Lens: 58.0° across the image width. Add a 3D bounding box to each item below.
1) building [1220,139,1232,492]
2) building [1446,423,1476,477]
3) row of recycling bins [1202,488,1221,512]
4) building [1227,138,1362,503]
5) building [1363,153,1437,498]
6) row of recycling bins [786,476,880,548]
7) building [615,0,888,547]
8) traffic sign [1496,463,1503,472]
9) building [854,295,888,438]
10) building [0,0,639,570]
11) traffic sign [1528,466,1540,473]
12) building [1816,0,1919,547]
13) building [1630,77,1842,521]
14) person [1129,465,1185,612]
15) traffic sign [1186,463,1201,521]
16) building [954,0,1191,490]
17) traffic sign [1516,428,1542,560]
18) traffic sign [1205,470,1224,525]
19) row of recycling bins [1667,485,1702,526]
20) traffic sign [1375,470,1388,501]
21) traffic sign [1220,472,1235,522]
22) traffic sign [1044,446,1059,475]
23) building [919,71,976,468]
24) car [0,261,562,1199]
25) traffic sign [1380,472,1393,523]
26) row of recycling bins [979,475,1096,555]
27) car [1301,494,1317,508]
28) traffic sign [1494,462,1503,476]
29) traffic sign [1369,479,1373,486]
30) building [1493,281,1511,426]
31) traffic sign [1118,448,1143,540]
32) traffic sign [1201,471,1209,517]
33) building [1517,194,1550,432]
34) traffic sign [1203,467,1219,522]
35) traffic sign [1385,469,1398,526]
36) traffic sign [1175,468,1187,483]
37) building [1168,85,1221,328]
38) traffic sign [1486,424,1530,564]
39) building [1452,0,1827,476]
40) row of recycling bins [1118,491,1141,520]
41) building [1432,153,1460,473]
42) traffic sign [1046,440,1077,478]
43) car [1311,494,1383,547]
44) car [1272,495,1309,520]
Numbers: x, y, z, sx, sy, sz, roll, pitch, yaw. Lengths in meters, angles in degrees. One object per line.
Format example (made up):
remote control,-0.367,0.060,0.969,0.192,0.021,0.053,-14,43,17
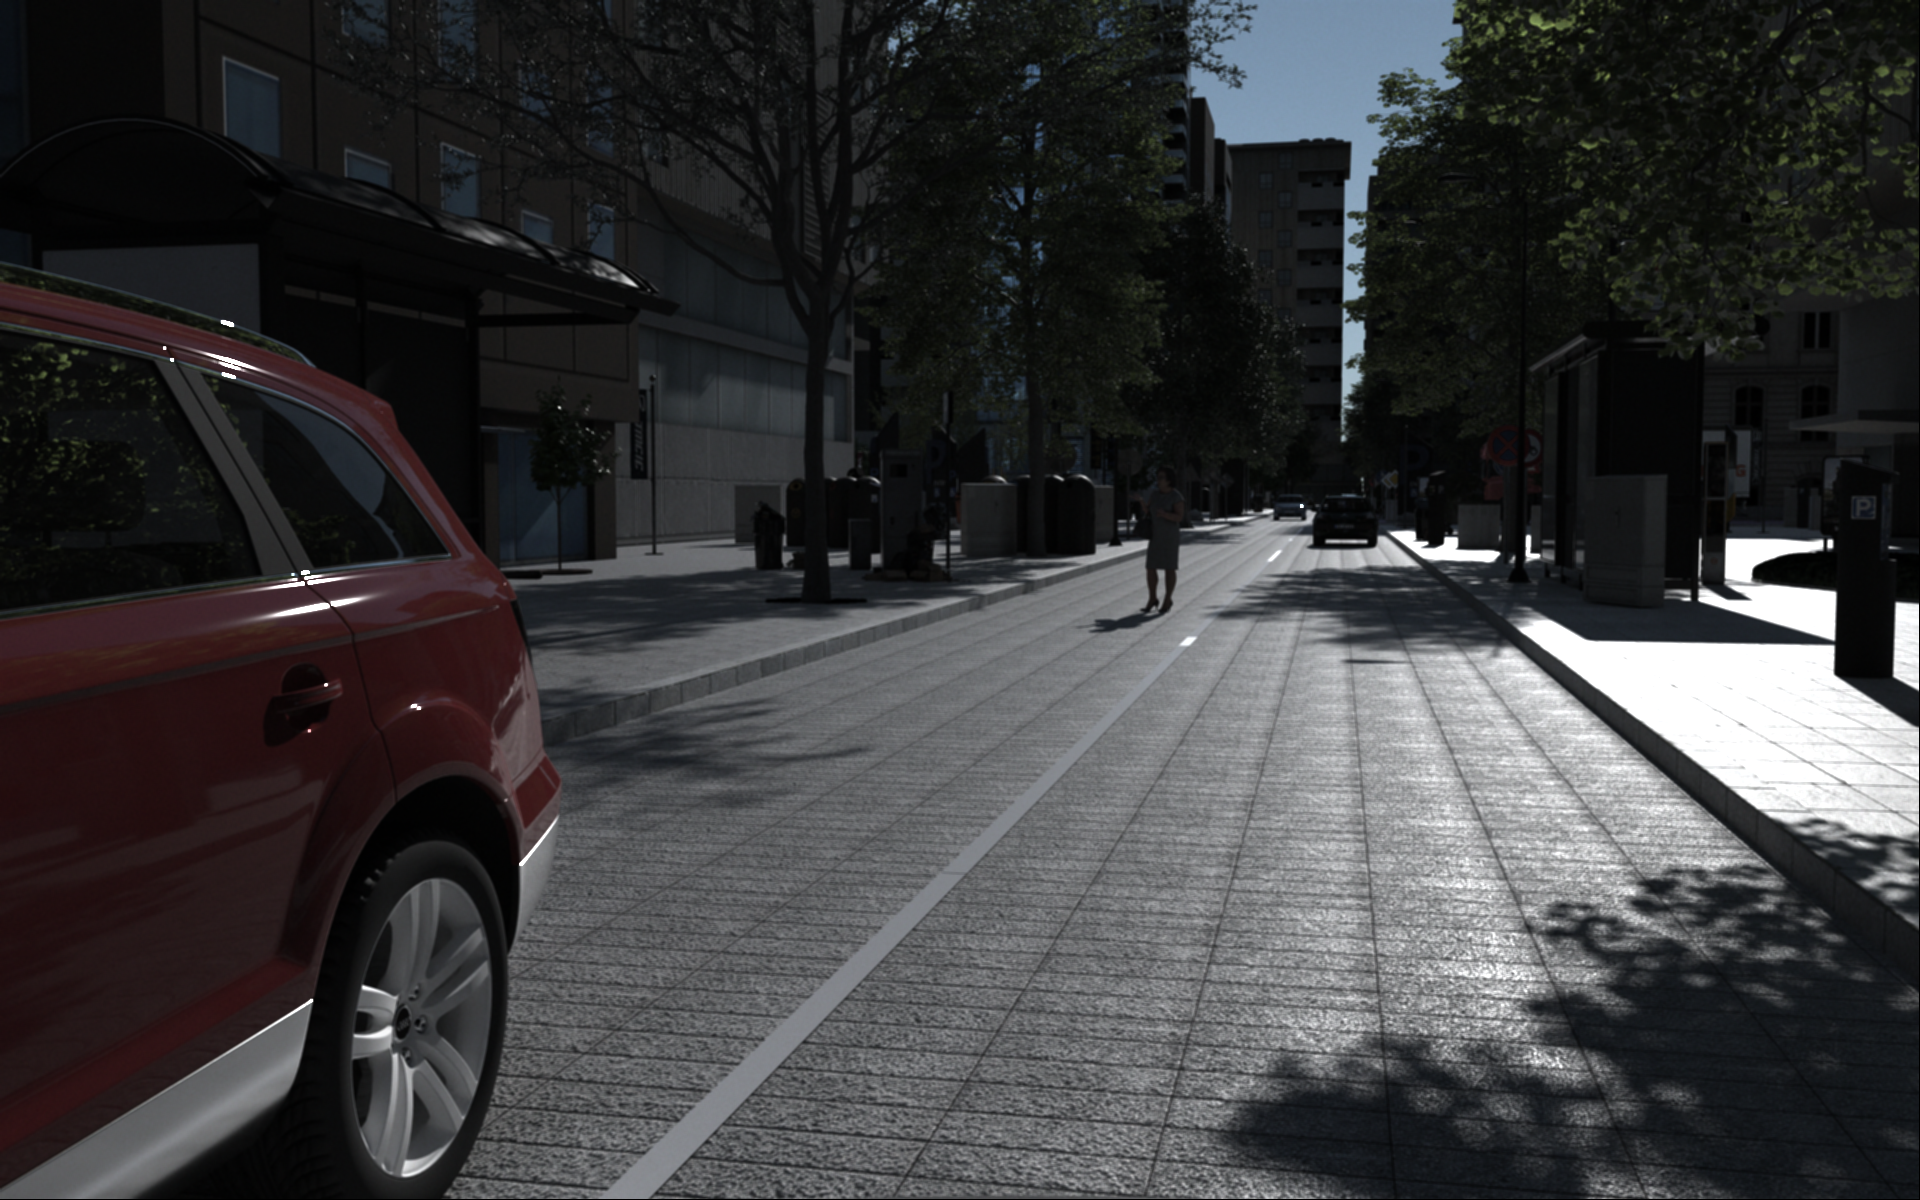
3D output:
building,26.056,-34.576,215.430,14.200,45.320,14.600,1,4,12
building,63.387,-45.831,187.592,20.563,71.187,20.611,1,4,12
row of recycling bins,17.619,-7.029,122.039,1.069,1.692,3.534,-3,5,-45
building,45.754,-40.835,256.892,27.495,52.752,28.713,1,4,12
building,68.854,-38.168,247.745,21.600,48.544,21.300,1,4,12
row of recycling bins,-3.009,-2.118,41.747,1.069,1.692,3.534,-3,4,-39
building,-18.123,-28.347,52.710,27.495,52.752,28.713,1,4,12
traffic sign,13.781,-2.645,43.349,0.768,2.556,0.104,1,4,20
building,-20.590,-36.522,220.843,21.600,48.544,21.300,1,4,12
building,-14.642,-23.104,27.855,14.600,45.320,14.200,1,4,12
traffic sign,14.348,-2.707,44.264,0.884,2.594,0.081,1,4,20
building,33.895,-27.265,35.014,28.713,52.752,27.495,1,4,12
building,47.916,-16.362,86.610,34.723,24.649,14.460,1,4,12
person,2.358,-0.748,21.091,0.716,1.782,0.532,3,5,45
traffic sign,9.566,-4.404,72.003,0.884,2.594,0.081,1,4,20
building,12.466,-52.485,170.800,22.319,86.520,31.000,1,4,12
traffic sign,10.978,-2.052,33.649,0.768,2.556,0.104,1,4,15
traffic sign,10.501,-4.153,71.545,0.795,2.450,0.064,1,4,12
row of recycling bins,23.189,-3.099,57.786,1.069,1.692,3.534,-2,4,-32
traffic sign,22.575,-5.651,92.504,0.768,2.556,0.104,1,4,19
traffic sign,12.201,-4.630,79.348,0.795,2.450,0.064,1,4,12
traffic sign,2.419,-2.788,45.690,0.768,2.556,0.104,1,4,18
building,4.079,-38.105,212.251,27.495,52.752,28.713,1,4,12
car,-2.293,0.402,2.096,2.281,1.827,5.304,1,4,10
traffic sign,19.275,-4.535,77.792,0.795,2.450,0.064,1,4,12
row of recycling bins,1.644,-1.889,37.994,1.069,1.692,3.534,-3,5,-40
car,36.743,-10.589,183.350,2.015,1.641,3.980,1,4,13
traffic sign,15.787,-3.052,50.013,0.768,2.556,0.104,1,4,13
traffic sign,28.761,-7.342,120.145,0.768,2.556,0.104,1,4,21
building,47.751,-19.052,130.588,14.460,24.649,34.723,1,4,12
traffic sign,4.679,-2.937,48.121,0.768,2.556,0.104,1,4,13
traffic sign,13.693,-6.008,98.231,0.884,2.594,0.081,1,4,17
building,39.132,-15.659,105.173,9.793,20.994,18.267,1,4,12
traffic sign,11.592,-4.890,80.050,0.768,2.556,0.104,1,4,19
traffic sign,17.576,-4.058,69.989,0.795,2.450,0.064,1,4,12
traffic sign,10.006,-4.869,79.615,0.884,2.594,0.081,1,4,16
building,20.785,-33.225,193.337,14.600,45.320,14.200,1,4,12
traffic sign,10.031,-1.935,31.738,0.768,2.556,0.104,1,4,16
building,61.891,-35.128,163.582,28.713,52.752,27.495,1,4,12
row of recycling bins,7.796,-4.839,86.222,3.534,1.692,1.069,1,4,19
building,63.537,-31.963,206.193,14.154,41.232,14.086,1,4,12
traffic sign,2.376,-2.494,40.889,0.768,2.556,0.104,1,4,21
car,10.854,-2.377,48.653,2.009,1.686,4.222,1,4,14
car,18.282,-5.127,95.829,2.014,1.417,4.499,1,4,12
